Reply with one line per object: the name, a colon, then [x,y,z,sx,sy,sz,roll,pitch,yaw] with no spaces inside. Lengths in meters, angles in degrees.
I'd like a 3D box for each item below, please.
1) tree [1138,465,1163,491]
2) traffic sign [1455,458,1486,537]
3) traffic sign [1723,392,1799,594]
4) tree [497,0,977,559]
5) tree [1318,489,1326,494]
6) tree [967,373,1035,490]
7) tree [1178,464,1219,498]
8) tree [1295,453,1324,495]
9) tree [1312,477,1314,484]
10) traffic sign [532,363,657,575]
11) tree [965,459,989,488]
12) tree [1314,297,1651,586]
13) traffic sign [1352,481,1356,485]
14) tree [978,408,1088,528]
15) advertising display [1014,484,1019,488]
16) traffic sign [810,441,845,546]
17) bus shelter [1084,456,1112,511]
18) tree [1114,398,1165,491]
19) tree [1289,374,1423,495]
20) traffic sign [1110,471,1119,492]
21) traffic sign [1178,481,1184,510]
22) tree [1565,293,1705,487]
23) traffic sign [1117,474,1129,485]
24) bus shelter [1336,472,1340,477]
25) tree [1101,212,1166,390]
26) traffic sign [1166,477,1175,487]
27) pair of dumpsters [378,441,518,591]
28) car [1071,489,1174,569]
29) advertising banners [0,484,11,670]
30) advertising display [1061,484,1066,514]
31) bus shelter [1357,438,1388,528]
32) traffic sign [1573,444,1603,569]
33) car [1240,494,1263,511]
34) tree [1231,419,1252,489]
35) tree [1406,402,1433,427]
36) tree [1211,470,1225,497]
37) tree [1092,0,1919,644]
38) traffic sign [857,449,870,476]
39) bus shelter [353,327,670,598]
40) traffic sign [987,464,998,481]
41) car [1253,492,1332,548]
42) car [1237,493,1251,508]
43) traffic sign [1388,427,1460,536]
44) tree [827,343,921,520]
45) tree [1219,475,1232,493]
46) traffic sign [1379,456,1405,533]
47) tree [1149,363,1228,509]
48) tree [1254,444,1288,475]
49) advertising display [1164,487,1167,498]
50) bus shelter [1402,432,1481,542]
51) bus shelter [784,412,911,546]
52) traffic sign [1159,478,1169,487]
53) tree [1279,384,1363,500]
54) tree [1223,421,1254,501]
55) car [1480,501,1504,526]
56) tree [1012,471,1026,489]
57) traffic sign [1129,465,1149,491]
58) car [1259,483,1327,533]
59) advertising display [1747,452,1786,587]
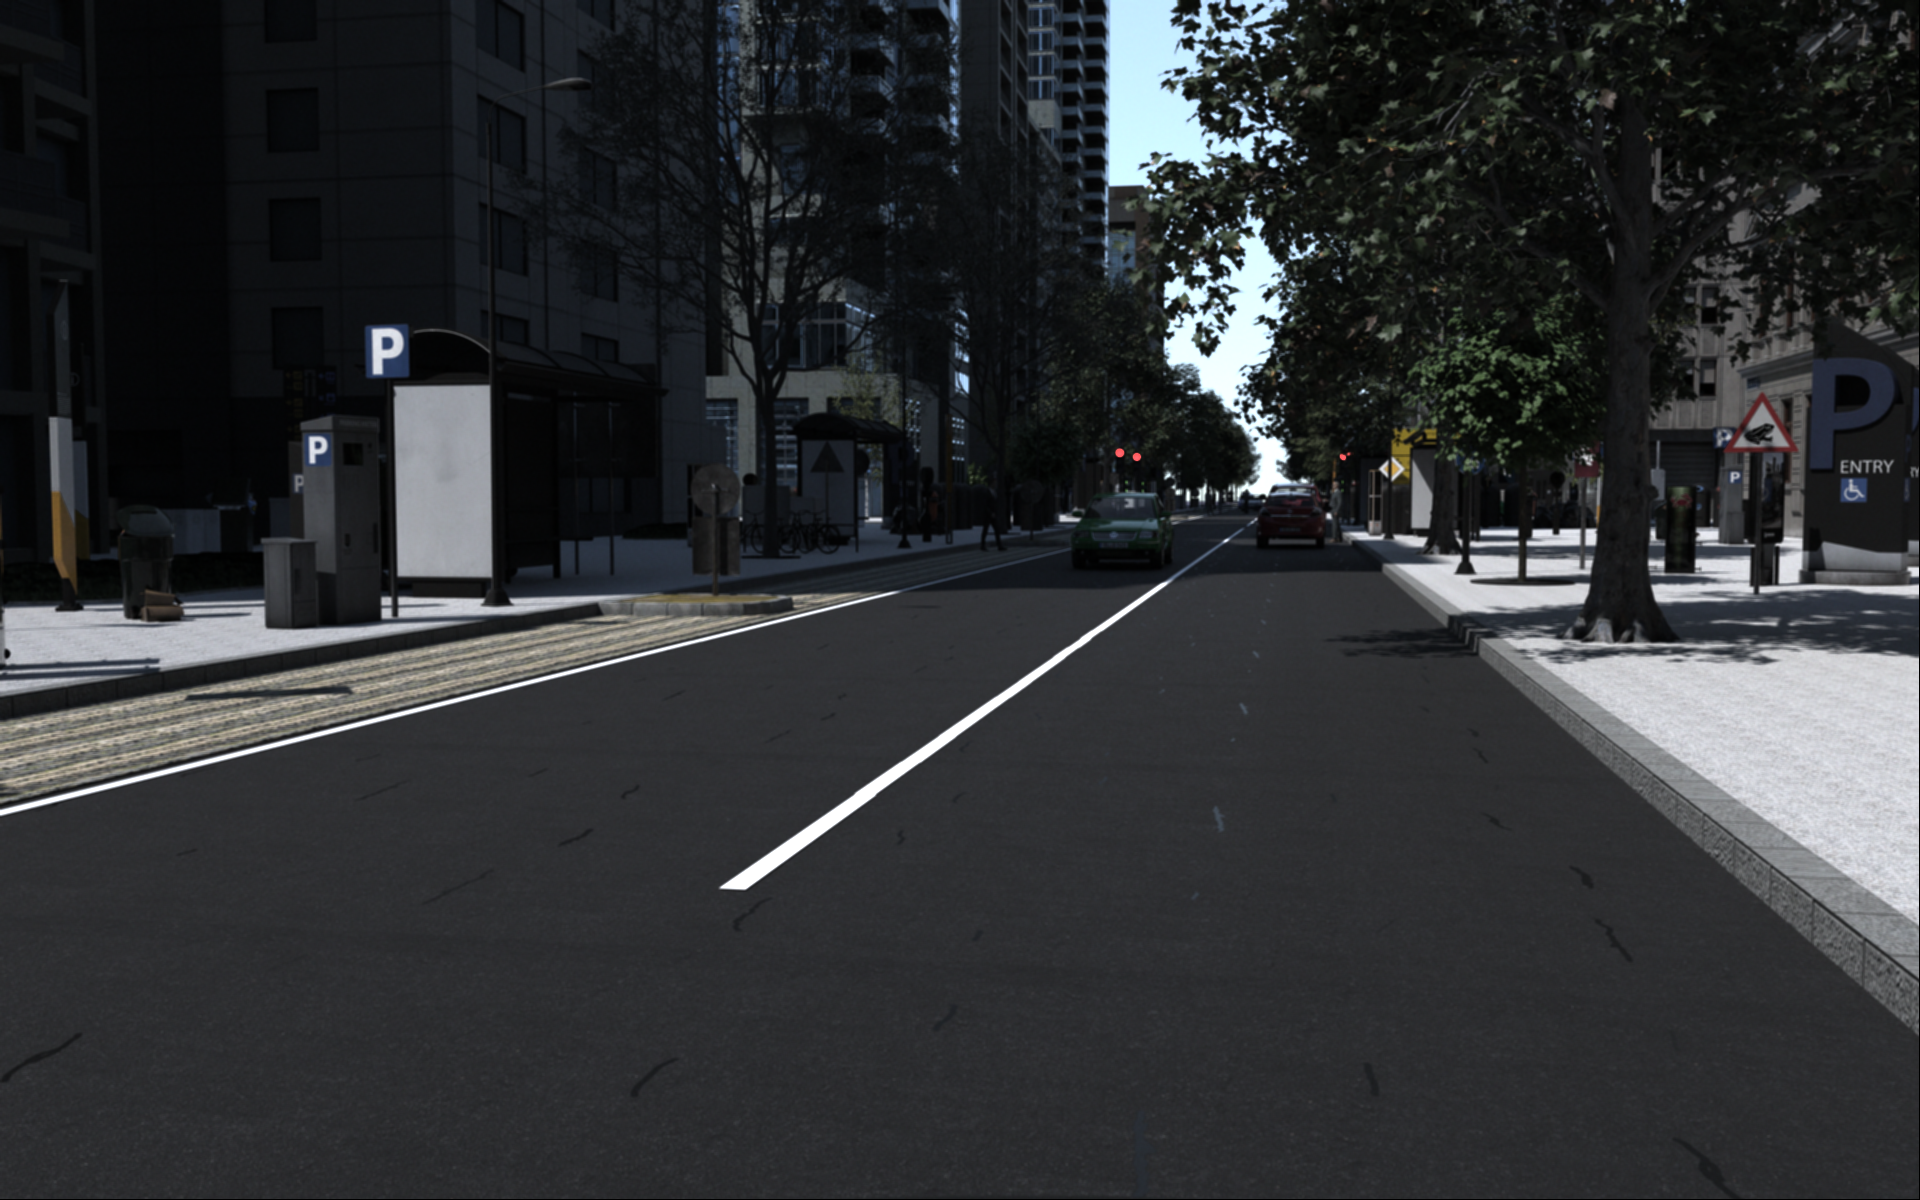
tree: [12.356,-7.267,113.414,1.663,3.219,1.824,0,3,0]
traffic sign: [13.421,-2.783,45.600,0.768,2.556,0.104,1,4,13]
traffic sign: [10.242,-1.357,22.199,0.884,2.594,0.081,1,4,16]
tree: [-3.766,-7.563,34.024,12.009,13.543,11.850,0,3,0]
tree: [41.671,-12.459,198.297,1.663,3.219,1.824,0,3,0]
tree: [2.584,-9.552,106.531,4.737,8.622,4.395,0,3,0]
tree: [22.805,-11.424,170.489,4.285,4.588,4.351,0,3,0]
tree: [34.687,-13.258,167.127,4.737,8.622,4.395,0,3,0]
tree: [19.687,-6.036,82.402,4.285,4.588,4.351,0,3,0]
traffic sign: [-5.801,-2.051,27.401,2.265,3.308,0.079,1,4,20]
tree: [0.679,-6.203,96.025,1.663,3.219,1.824,0,3,0]
tree: [8.066,-2.519,24.892,4.285,4.588,4.351,0,3,0]
traffic sign: [22.418,-6.097,99.688,0.884,2.594,0.081,1,4,14]
tree: [3.253,-5.024,65.852,4.285,4.588,4.351,0,3,0]
advertising display: [3.688,-6.617,113.406,0.123,1.923,0.974,1,4,15]
traffic sign: [-3.263,-2.601,42.536,0.884,2.594,0.081,1,4,14]
bus shelter: [8.733,-7.164,108.407,1.731,3.624,6.357,1,4,11]
tree: [12.460,-10.273,118.319,4.360,8.622,3.978,0,3,0]
tree: [21.391,-10.725,93.487,7.486,12.596,7.792,0,3,0]
traffic sign: [8.726,-5.960,97.547,0.768,2.556,0.104,1,4,14]
traffic sign: [17.857,-8.477,140.729,0.606,2.300,0.079,1,4,17]
tree: [22.590,-6.706,60.013,4.737,8.622,4.395,0,3,0]
traffic sign: [9.141,-5.927,97.019,0.768,2.556,0.104,1,4,14]
bus shelter: [32.923,-9.378,147.255,2.014,3.302,5.546,1,4,11]
tree: [1.191,-8.811,54.428,12.009,13.543,11.850,0,3,0]
traffic sign: [15.572,-7.854,128.524,0.768,2.556,0.104,1,4,16]
pair of dumpsters: [-7.750,-1.370,24.888,1.574,2.255,4.437,1,4,11]
car: [3.293,-1.584,34.689,1.959,1.807,4.718,1,4,10]
advertising banners: [-6.785,-0.967,12.002,0.090,3.025,2.074,-2,4,-23]
advertising display: [6.821,-6.633,113.656,0.123,1.923,0.974,-1,4,-9]
bus shelter: [15.182,-4.171,62.113,2.014,3.302,5.546,1,4,11]
traffic sign: [10.606,-1.794,29.439,0.768,2.556,0.104,1,4,16]
car: [24.635,-8.199,146.061,2.014,1.417,4.499,1,4,10]
tree: [38.044,-20.241,249.069,7.486,12.596,7.792,0,3,0]
tree: [30.964,-10.054,114.749,4.360,8.622,3.978,0,3,0]
tree: [30.422,-15.760,208.032,4.737,8.622,4.395,0,3,0]
tree: [5.961,-5.993,14.995,9.611,12.733,9.660,0,3,0]
traffic sign: [-2.923,-2.993,49.034,0.768,2.556,0.104,1,4,15]
bus shelter: [-5.917,-1.828,23.813,2.014,3.302,5.546,1,4,11]
traffic sign: [1.498,-4.487,73.468,0.768,2.556,0.104,1,4,17]
car: [9.065,-2.340,47.295,2.155,1.783,4.494,1,4,12]
car: [28.930,-10.085,174.474,1.945,1.707,3.694,1,4,13]
traffic sign: [14.109,-3.578,52.373,2.265,3.308,0.079,1,4,14]
tree: [-4.296,-8.189,84.246,4.737,8.622,4.395,0,3,0]
tree: [34.381,-14.987,228.748,4.285,4.588,4.351,0,3,0]
traffic sign: [13.048,-3.132,52.389,0.795,2.450,0.064,1,4,12]
tree: [19.032,-14.162,149.675,7.486,12.596,7.792,0,3,0]
tree: [48.888,-19.899,235.724,12.009,13.543,11.850,0,3,0]
advertising display: [16.023,-8.143,138.358,0.974,1.923,0.123,2,4,27]
bus shelter: [13.690,-3.369,49.009,2.014,3.302,5.546,1,4,11]
bus shelter: [-2.867,-3.165,45.664,2.014,3.302,5.546,1,4,11]
traffic sign: [14.722,-7.692,125.763,0.884,2.594,0.081,1,4,14]
tree: [26.173,-11.577,123.699,7.601,10.594,8.767,-1,4,-15]
tree: [49.526,-24.402,309.339,12.009,13.543,11.850,0,3,0]
car: [21.440,-4.002,74.234,4.718,1.807,1.959,1,4,9]
tree: [4.247,-7.569,118.354,1.663,3.219,1.824,0,3,0]
traffic sign: [12.365,-7.929,123.513,2.265,3.308,0.079,1,4,20]
car: [11.380,-3.084,59.101,2.281,1.827,5.304,1,4,9]
advertising display: [11.293,-1.165,24.259,0.974,1.923,0.123,-3,5,-44]
